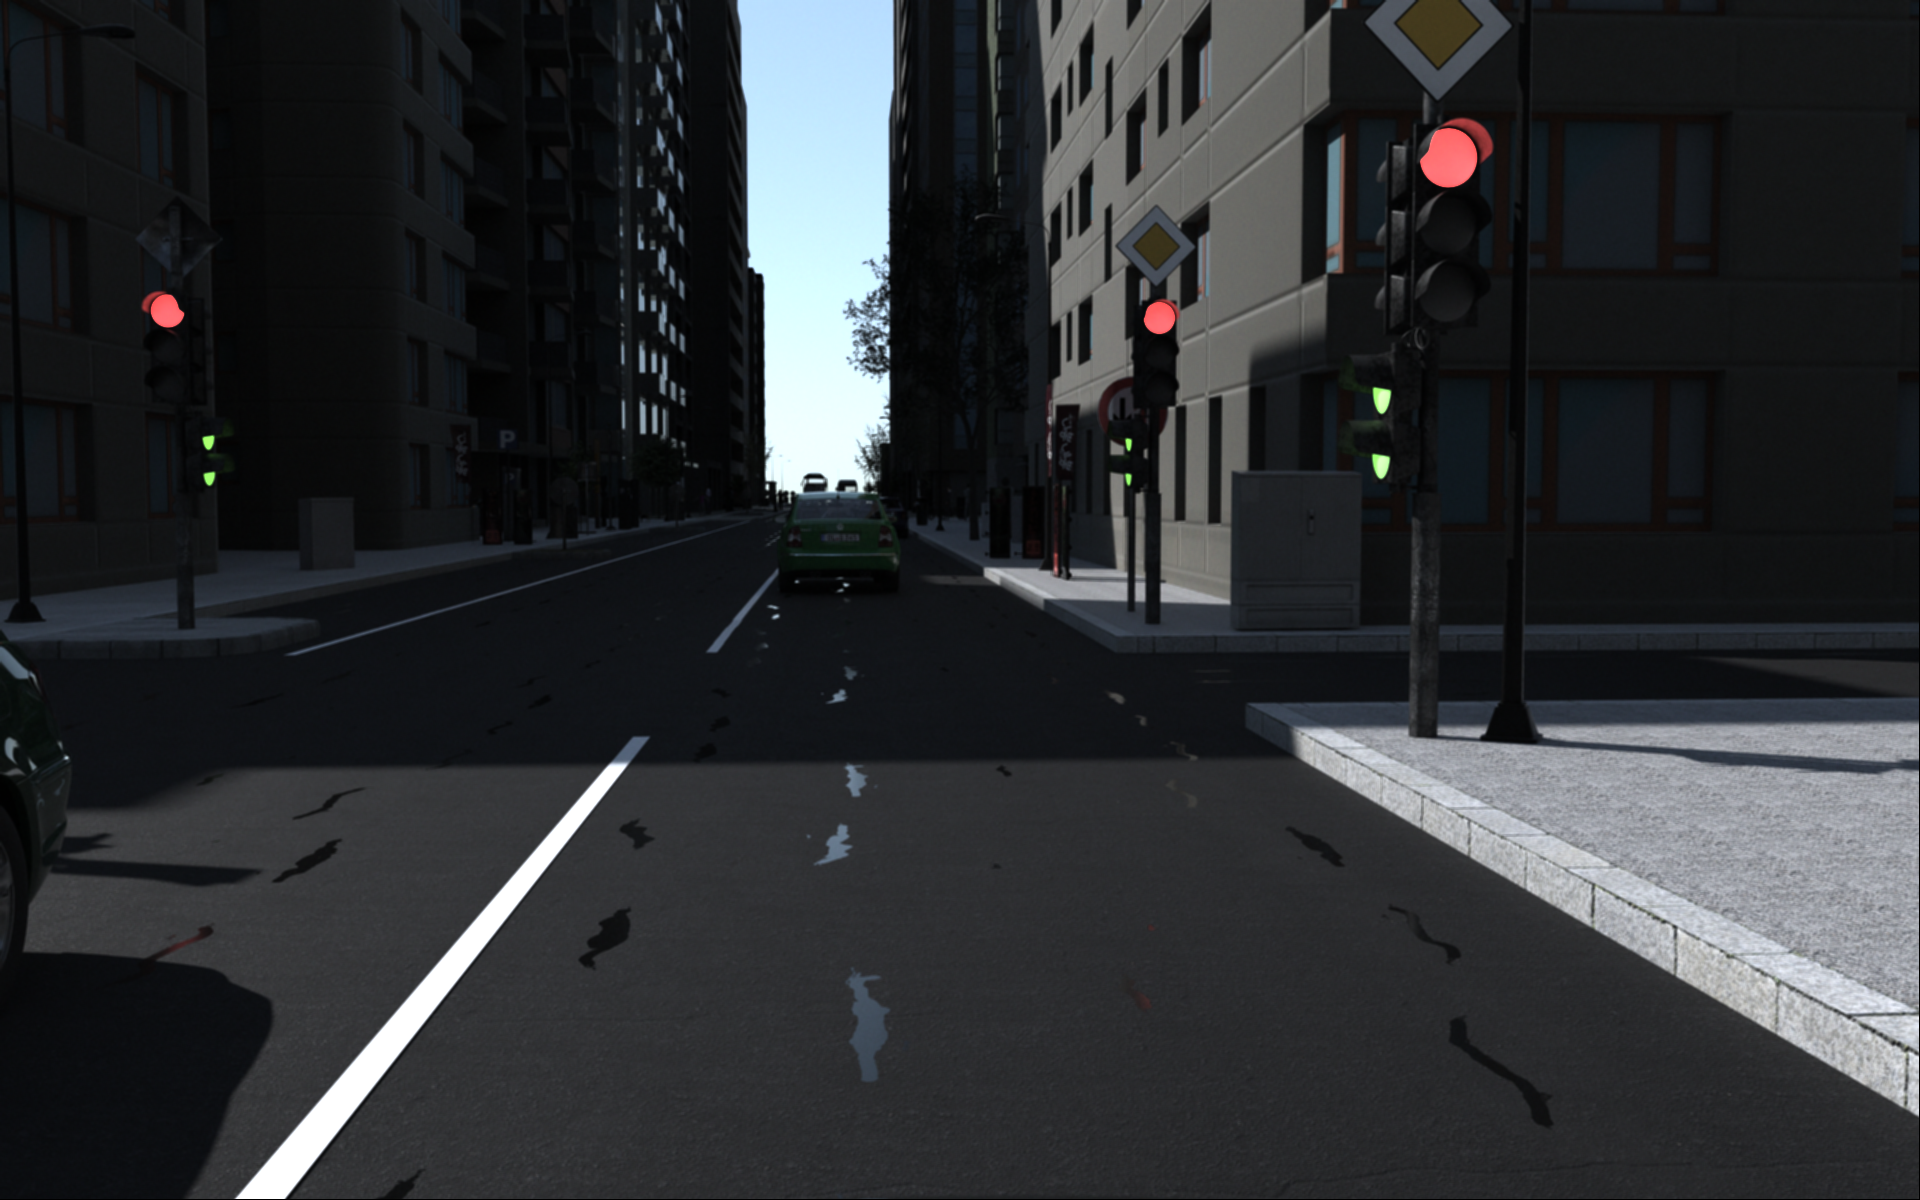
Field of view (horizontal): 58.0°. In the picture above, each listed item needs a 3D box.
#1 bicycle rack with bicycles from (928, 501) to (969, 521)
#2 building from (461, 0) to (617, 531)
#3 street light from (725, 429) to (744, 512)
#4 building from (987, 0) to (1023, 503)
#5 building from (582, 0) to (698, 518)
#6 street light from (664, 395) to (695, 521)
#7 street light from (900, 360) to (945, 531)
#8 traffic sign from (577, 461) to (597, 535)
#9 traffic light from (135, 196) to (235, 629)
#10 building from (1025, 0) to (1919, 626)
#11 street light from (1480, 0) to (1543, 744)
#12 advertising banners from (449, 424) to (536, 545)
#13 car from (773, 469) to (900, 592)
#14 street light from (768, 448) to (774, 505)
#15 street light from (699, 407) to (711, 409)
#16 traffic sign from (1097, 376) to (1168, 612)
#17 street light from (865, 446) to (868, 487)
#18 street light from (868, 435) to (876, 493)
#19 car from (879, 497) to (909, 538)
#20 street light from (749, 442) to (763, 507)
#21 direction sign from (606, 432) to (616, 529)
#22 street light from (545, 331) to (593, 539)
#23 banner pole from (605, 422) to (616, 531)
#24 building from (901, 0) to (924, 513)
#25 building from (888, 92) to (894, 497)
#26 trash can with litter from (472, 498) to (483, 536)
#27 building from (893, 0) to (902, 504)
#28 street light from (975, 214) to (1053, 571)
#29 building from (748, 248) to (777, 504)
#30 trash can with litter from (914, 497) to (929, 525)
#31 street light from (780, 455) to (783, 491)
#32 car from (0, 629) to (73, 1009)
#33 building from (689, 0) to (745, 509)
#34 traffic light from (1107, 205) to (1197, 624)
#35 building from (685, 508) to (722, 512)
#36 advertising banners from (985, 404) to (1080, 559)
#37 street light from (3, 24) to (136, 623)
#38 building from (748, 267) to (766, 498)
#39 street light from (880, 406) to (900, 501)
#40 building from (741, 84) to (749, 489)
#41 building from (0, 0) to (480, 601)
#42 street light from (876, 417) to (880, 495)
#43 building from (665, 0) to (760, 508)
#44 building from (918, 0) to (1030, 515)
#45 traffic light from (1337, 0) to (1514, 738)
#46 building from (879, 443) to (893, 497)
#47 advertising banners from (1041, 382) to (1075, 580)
[{"bbox_3d":[-0.863,-4.394,85.219,2.852,0.926,2.925,3,5,43],"label":"bicycle rack with bicycles"},{"bbox_3d":[-25.940,-25.319,68.585,22.147,44.769,28.867,0,4,-4],"label":"building"},{"bbox_3d":[-16.150,-9.278,124.238,1.470,5.913,1.316,0,4,-4],"label":"street light"},{"bbox_3d":[8.130,-24.327,81.343,14.154,41.232,14.086,0,4,-4],"label":"building"},{"bbox_3d":[-28.725,-29.677,104.823,23.786,49.044,30.456,0,4,-4],"label":"building"},{"bbox_3d":[-13.203,-6.644,81.169,1.470,5.913,1.316,0,4,-4],"label":"street light"},{"bbox_3d":[-1.240,-5.373,60.391,1.470,5.913,1.316,0,4,-4],"label":"street light"},{"bbox_3d":[-11.612,-3.170,53.952,0.606,2.300,0.079,0,4,2],"label":"traffic sign"},{"bbox_3d":[-7.350,-1.679,16.378,0.839,4.253,0.868,0,4,-4],"label":"traffic light"},{"bbox_3d":[17.007,-11.370,30.946,28.899,21.520,27.650,0,4,-4],"label":"building"},{"bbox_3d":[2.347,-2.221,8.854,1.470,5.913,1.316,0,4,-4],"label":"street light"},{"bbox_3d":[-11.795,-2.908,43.732,2.074,3.025,0.090,-1,4,-11],"label":"advertising banners"},{"bbox_3d":[-1.906,-1.097,26.740,1.959,1.807,4.718,0,4,-5],"label":"car"},{"bbox_3d":[-19.723,-12.413,175.499,1.470,5.913,1.316,0,4,-4],"label":"street light"},{"bbox_3d":[-13.989,-7.340,92.551,1.470,5.913,1.316,0,4,-4],"label":"street light"},{"bbox_3d":[1.873,-1.147,18.856,0.768,2.556,0.104,0,4,1],"label":"traffic sign"},{"bbox_3d":[-8.507,-11.924,167.491,1.470,5.913,1.316,0,4,-4],"label":"street light"},{"bbox_3d":[-6.277,-9.969,135.532,1.470,5.913,1.316,0,4,-4],"label":"street light"},{"bbox_3d":[-2.664,-2.757,57.660,1.945,1.354,3.894,0,4,-6],"label":"car"},{"bbox_3d":[-18.362,-11.200,155.666,1.470,5.913,1.316,0,4,-4],"label":"street light"},{"bbox_3d":[-12.773,-4.359,63.274,0.379,3.537,0.876,0,4,-6],"label":"direction sign"},{"bbox_3d":[-11.156,-4.705,49.473,1.470,5.913,1.316,0,4,-4],"label":"street light"},{"bbox_3d":[-12.184,-4.296,60.258,0.401,3.779,0.863,-1,4,-12],"label":"banner pole"},{"bbox_3d":[6.657,-30.838,127.902,21.300,48.544,21.600,0,4,-4],"label":"building"},{"bbox_3d":[-0.622,-32.984,189.397,14.600,45.320,14.200,0,4,-4],"label":"building"},{"bbox_3d":[-14.833,-2.504,52.326,1.055,1.170,0.624,2,4,29],"label":"trash can with litter"},{"bbox_3d":[4.648,-37.344,152.580,21.231,58.520,28.212,0,4,-4],"label":"building"},{"bbox_3d":[0.954,-3.451,28.961,1.470,5.913,1.316,0,4,-4],"label":"street light"},{"bbox_3d":[-41.508,-33.310,236.498,32.217,40.220,23.993,0,4,-4],"label":"building"},{"bbox_3d":[-1.614,-3.661,71.242,0.624,1.170,1.055,0,4,-3],"label":"trash can with litter"},{"bbox_3d":[-21.916,-14.380,207.659,1.470,5.913,1.316,0,4,-4],"label":"street light"},{"bbox_3d":[-3.392,0.530,3.133,2.131,1.459,4.920,0,4,-4],"label":"car"},{"bbox_3d":[-30.423,-32.332,152.325,21.300,48.544,21.600,0,4,-4],"label":"building"},{"bbox_3d":[1.889,-1.719,17.023,0.839,4.253,0.868,0,4,-4],"label":"traffic light"},{"bbox_3d":[-28.791,-42.325,130.260,20.563,71.187,20.611,0,4,-4],"label":"building"},{"bbox_3d":[1.428,-2.324,34.185,2.074,3.025,0.090,2,4,30],"label":"advertising banners"},{"bbox_3d":[-8.856,-2.735,17.257,1.470,5.913,1.316,0,4,-4],"label":"street light"},{"bbox_3d":[-31.856,-27.275,217.651,14.160,30.474,14.107,0,4,-4],"label":"building"},{"bbox_3d":[-3.373,-7.296,91.824,1.470,5.913,1.316,0,4,-4],"label":"street light"},{"bbox_3d":[-29.536,-32.516,181.739,14.600,45.320,14.200,0,4,-4],"label":"building"},{"bbox_3d":[-26.221,-11.458,32.376,27.650,21.520,28.899,0,4,-4],"label":"building"},{"bbox_3d":[-4.166,-8.040,104.000,1.470,5.913,1.316,0,4,-4],"label":"street light"},{"bbox_3d":[-33.627,-46.493,198.419,20.563,71.187,20.611,0,4,-4],"label":"building"},{"bbox_3d":[4.570,-28.125,109.950,14.600,45.320,14.200,0,4,-4],"label":"building"},{"bbox_3d":[2.433,-1.231,9.056,0.839,4.253,0.868,0,4,-4],"label":"traffic light"},{"bbox_3d":[1.566,-54.946,211.036,22.319,86.520,31.000,0,4,-4],"label":"building"},{"bbox_3d":[1.500,-1.861,26.609,0.090,3.025,2.074,0,4,-6],"label":"advertising banners"}]
